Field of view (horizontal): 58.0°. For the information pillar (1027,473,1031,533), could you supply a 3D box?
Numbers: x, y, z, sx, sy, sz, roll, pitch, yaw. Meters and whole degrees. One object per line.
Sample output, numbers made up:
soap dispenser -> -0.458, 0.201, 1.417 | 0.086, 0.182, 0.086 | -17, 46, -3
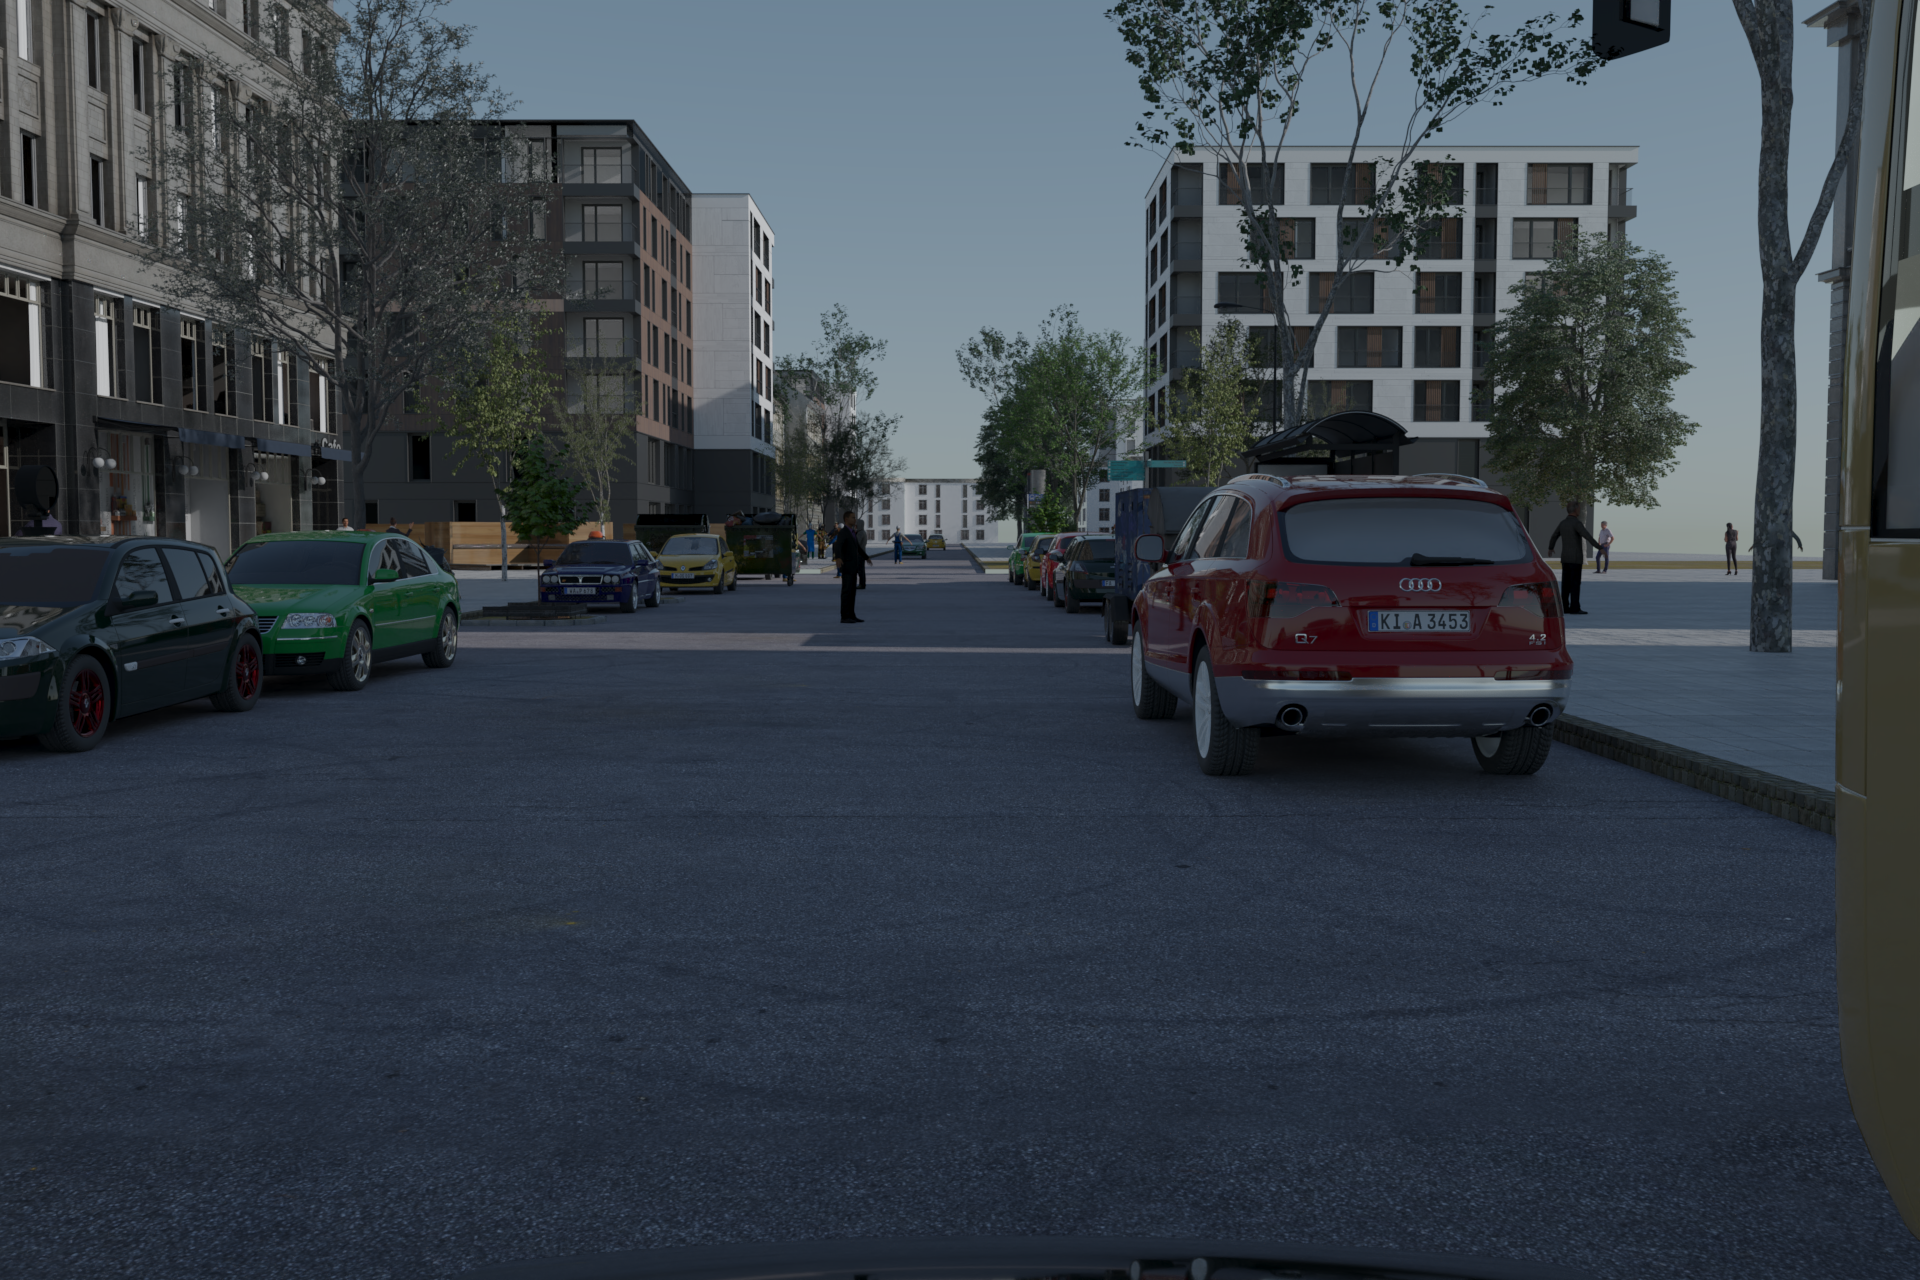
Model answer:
information pillar -> 3.184, -5.162, 73.780 | 0.750, 3.857, 0.750 | 0, 4, -1

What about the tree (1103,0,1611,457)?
tree -> 9.419, -11.499, 43.896 | 12.611, 20.169, 13.585 | 0, 3, 0

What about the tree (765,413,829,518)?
tree -> -10.061, -9.408, 104.181 | 4.360, 8.622, 3.978 | 0, 3, 0

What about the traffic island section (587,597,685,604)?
traffic island section -> -6.831, -0.823, 36.326 | 1.991, 0.108, 1.994 | 0, 3, 0

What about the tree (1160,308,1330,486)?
tree -> 11.736, -8.388, 71.558 | 7.601, 10.594, 8.767 | 1, 4, 10

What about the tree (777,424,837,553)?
tree -> -10.009, -10.097, 115.448 | 4.360, 8.622, 3.978 | 0, 3, 0

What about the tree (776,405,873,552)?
tree -> -10.168, -11.736, 126.288 | 8.767, 10.594, 7.601 | 2, 4, 28

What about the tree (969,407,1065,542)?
tree -> 5.390, -15.342, 157.491 | 9.857, 13.997, 8.962 | 0, 3, 0

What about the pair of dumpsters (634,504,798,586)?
pair of dumpsters -> -6.712, -2.620, 47.780 | 4.436, 2.255, 1.574 | 0, 3, 0

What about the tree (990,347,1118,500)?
tree -> 5.194, -10.393, 95.675 | 9.928, 11.665, 9.643 | 0, 3, 0

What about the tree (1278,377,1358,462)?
tree -> 17.177, -7.956, 80.445 | 4.360, 8.622, 3.978 | 0, 3, 0

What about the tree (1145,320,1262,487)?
tree -> 8.657, -6.714, 60.142 | 4.737, 8.622, 4.395 | 0, 3, 0

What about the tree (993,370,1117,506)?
tree -> 5.837, -11.079, 106.891 | 9.928, 11.665, 9.643 | 0, 3, 0

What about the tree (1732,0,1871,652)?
tree -> 7.459, -9.907, 17.864 | 12.611, 20.169, 13.585 | 0, 3, 0

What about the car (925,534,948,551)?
car -> -2.097, -8.686, 152.235 | 2.015, 1.641, 3.980 | 0, 3, 0

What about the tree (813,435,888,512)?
tree -> -10.333, -13.656, 157.687 | 8.767, 10.594, 7.601 | 2, 4, 30

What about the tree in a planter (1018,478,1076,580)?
tree in a planter -> 2.772, -3.530, 54.935 | 1.991, 3.239, 1.994 | 0, 4, 0

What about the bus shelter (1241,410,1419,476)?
bus shelter -> 6.478, -2.272, 31.072 | 2.014, 3.302, 5.546 | 0, 3, 0

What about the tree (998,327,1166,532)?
tree -> 5.899, -9.768, 85.460 | 9.928, 11.665, 9.643 | 0, 3, 0

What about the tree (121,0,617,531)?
tree -> -12.491, -7.680, 35.945 | 12.009, 13.543, 11.850 | 0, 3, 0

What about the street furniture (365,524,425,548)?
street furniture -> -25.515, -4.338, 77.777 | 9.812, 1.723, 11.010 | 0, 4, -8

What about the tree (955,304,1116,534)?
tree -> 6.753, -17.453, 141.250 | 12.611, 20.169, 13.585 | 0, 3, 0

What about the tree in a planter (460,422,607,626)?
tree in a planter -> -6.793, -1.873, 27.851 | 1.991, 3.239, 1.994 | 0, 3, 0

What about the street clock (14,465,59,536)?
street clock -> -9.703, -0.837, 18.254 | 0.358, 2.002, 0.471 | 0, 3, 0

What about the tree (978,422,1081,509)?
tree -> 5.382, -11.956, 129.894 | 8.767, 10.594, 7.601 | 0, 4, 7

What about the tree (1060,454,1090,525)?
tree -> 18.047, -21.642, 260.500 | 9.857, 13.997, 8.962 | 0, 3, 0

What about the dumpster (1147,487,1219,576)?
dumpster -> 2.640, -0.461, 15.754 | 1.865, 1.857, 1.264 | 0, 4, -2

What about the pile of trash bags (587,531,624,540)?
pile of trash bags -> -10.608, -2.580, 51.941 | 1.912, 1.369, 3.447 | 0, 4, -1

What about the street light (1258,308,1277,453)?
street light -> 6.863, -3.810, 34.832 | 1.470, 5.913, 1.316 | 0, 4, 0

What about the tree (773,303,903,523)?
tree -> -11.099, -17.665, 144.706 | 12.611, 20.169, 13.585 | 0, 3, 0

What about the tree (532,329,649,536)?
tree -> -12.530, -6.808, 61.676 | 4.360, 8.622, 3.978 | 0, 3, 0

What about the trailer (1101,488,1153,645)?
trailer -> 2.648, -1.002, 23.429 | 1.471, 1.999, 3.904 | 0, 4, -1

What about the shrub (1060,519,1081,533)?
shrub -> 4.523, -4.230, 73.581 | 1.690, 2.028, 1.600 | 0, 3, 0

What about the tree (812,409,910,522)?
tree -> -9.940, -15.816, 168.956 | 12.009, 13.543, 11.850 | 0, 3, 0

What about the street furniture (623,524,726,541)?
street furniture -> -13.439, -4.203, 75.577 | 9.812, 1.723, 11.010 | 0, 4, -2

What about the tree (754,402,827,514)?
tree -> -9.962, -9.010, 97.679 | 4.360, 8.622, 3.978 | 0, 3, 0

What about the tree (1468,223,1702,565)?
tree -> 26.129, -10.143, 72.501 | 9.857, 13.997, 8.962 | 0, 3, 0

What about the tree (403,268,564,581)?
tree -> -12.528, -5.894, 46.723 | 4.737, 8.622, 4.395 | 0, 3, 0

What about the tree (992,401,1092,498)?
tree -> 5.692, -11.826, 119.106 | 9.928, 11.665, 9.643 | 0, 3, 0

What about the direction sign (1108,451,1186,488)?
direction sign -> 6.033, -4.080, 55.478 | 2.525, 3.948, 1.411 | 0, 3, 0

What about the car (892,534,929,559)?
car -> -2.869, -5.423, 100.460 | 2.131, 1.459, 4.920 | 0, 4, 0

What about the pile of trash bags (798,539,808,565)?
pile of trash bags -> -7.255, -3.785, 71.642 | 1.912, 1.369, 3.447 | 0, 4, 0

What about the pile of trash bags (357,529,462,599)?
pile of trash bags -> -10.624, -1.389, 32.465 | 1.912, 1.369, 3.447 | 0, 4, -1

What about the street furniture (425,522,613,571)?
street furniture -> -15.998, -3.611, 65.888 | 9.812, 1.723, 11.010 | -3, 5, -45
